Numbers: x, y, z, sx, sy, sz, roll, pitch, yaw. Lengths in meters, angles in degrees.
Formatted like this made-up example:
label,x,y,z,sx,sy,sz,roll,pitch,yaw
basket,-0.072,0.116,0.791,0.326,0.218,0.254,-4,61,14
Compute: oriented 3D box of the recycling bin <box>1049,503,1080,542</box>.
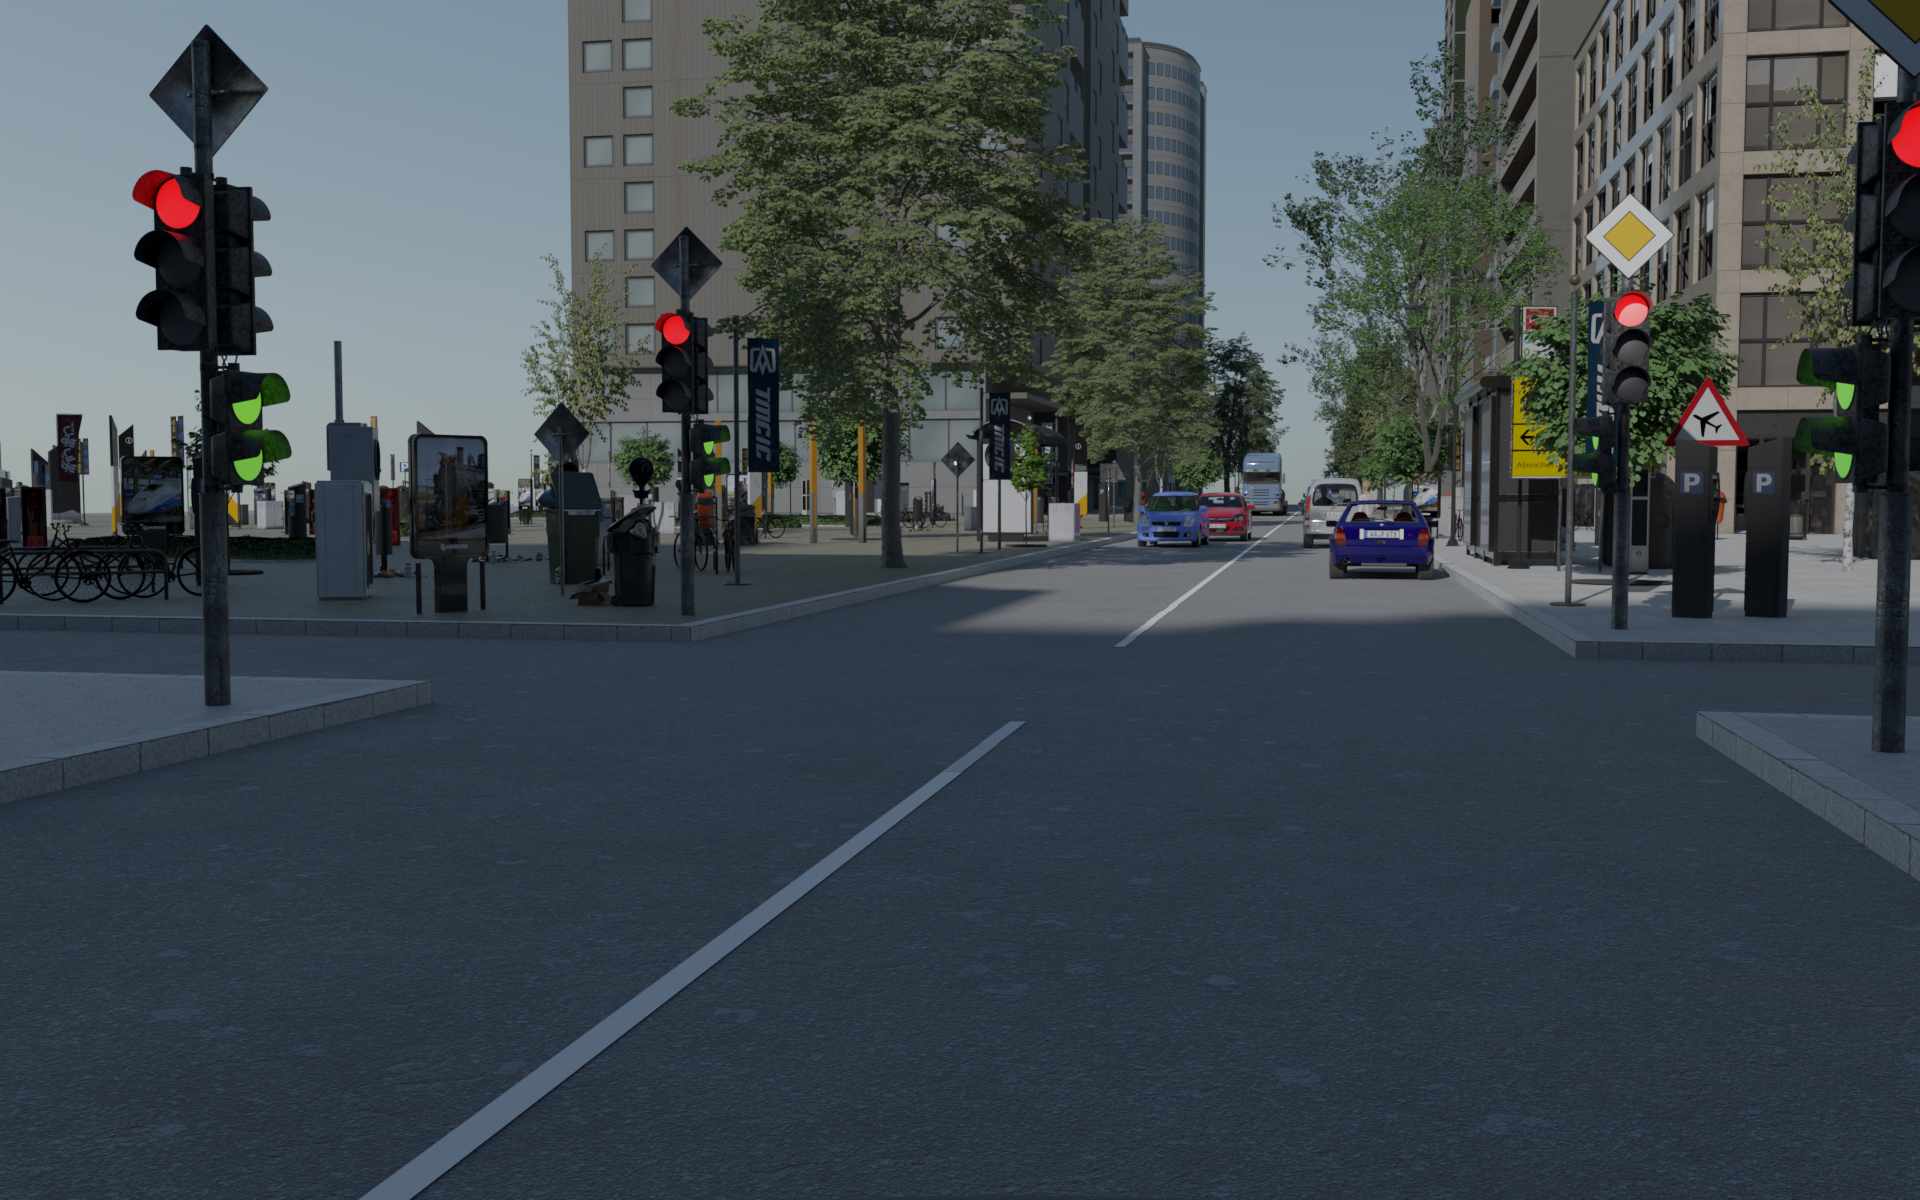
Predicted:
label,x,y,z,sx,sy,sz,roll,pitch,yaw
recycling bin,2.840,-2.109,47.031,0.722,1.027,0.722,1,4,18

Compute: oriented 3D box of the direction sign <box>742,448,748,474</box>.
label,x,y,z,sx,sy,sz,roll,pitch,yaw
direction sign,-10.424,-5.725,85.603,0.379,3.537,0.876,3,5,41

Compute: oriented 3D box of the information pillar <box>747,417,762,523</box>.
label,x,y,z,sx,sy,sz,roll,pitch,yaw
information pillar,-6.266,-3.755,52.744,0.183,3.616,0.504,3,5,44

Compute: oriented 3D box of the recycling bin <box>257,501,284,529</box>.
label,x,y,z,sx,sy,sz,roll,pitch,yaw
recycling bin,-25.321,-3.122,63.600,0.722,1.027,0.722,-3,5,-44

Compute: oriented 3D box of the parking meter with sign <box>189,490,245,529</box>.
label,x,y,z,sx,sy,sz,roll,pitch,yaw
parking meter with sign,-27.170,-4.091,63.150,1.738,3.016,0.543,-1,4,-11

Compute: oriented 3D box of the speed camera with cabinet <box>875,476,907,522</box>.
label,x,y,z,sx,sy,sz,roll,pitch,yaw
speed camera with cabinet,-3.184,-5.189,79.171,0.660,3.252,2.038,2,4,31

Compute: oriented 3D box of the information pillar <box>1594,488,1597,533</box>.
label,x,y,z,sx,sy,sz,roll,pitch,yaw
information pillar,21.075,-3.207,56.919,0.304,2.012,0.304,-1,4,-11

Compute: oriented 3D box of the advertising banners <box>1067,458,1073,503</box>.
label,x,y,z,sx,sy,sz,roll,pitch,yaw
advertising banners,5.429,-5.438,85.094,0.090,3.025,2.074,0,4,-2

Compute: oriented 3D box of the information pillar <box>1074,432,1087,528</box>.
label,x,y,z,sx,sy,sz,roll,pitch,yaw
information pillar,4.493,-4.483,64.649,0.504,3.616,0.183,0,4,1

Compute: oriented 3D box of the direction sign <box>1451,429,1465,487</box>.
label,x,y,z,sx,sy,sz,roll,pitch,yaw
direction sign,17.415,-4.159,59.995,0.876,3.537,0.379,3,5,40

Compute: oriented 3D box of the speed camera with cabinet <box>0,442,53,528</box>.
label,x,y,z,sx,sy,sz,roll,pitch,yaw
speed camera with cabinet,-35.620,-4.365,65.710,2.038,3.252,0.660,-2,4,-29

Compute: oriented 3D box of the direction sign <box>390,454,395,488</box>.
label,x,y,z,sx,sy,sz,roll,pitch,yaw
direction sign,-32.193,-6.505,98.353,0.379,3.537,0.876,-2,4,-31

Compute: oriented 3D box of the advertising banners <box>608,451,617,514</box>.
label,x,y,z,sx,sy,sz,roll,pitch,yaw
advertising banners,-14.367,-4.609,71.547,0.090,3.025,2.074,0,4,-3

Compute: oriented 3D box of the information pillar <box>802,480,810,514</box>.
label,x,y,z,sx,sy,sz,roll,pitch,yaw
information pillar,-7.864,-5.137,88.474,0.304,2.012,0.304,2,4,34

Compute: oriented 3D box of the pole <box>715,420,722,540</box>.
label,x,y,z,sx,sy,sz,roll,pitch,yaw
pole,-6.674,-3.305,47.879,0.158,3.312,0.155,0,3,0

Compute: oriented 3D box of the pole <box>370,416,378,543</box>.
label,x,y,z,sx,sy,sz,roll,pitch,yaw
pole,-15.300,-3.148,45.312,0.158,3.312,0.155,0,3,0

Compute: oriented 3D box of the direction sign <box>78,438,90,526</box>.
label,x,y,z,sx,sy,sz,roll,pitch,yaw
direction sign,-35.617,-4.792,70.347,0.876,3.537,0.379,2,4,33

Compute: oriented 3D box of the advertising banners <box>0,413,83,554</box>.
label,x,y,z,sx,sy,sz,roll,pitch,yaw
advertising banners,-20.069,-2.523,37.438,2.074,3.025,0.090,-1,4,-20

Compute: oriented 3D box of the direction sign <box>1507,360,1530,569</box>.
label,x,y,z,sx,sy,sz,roll,pitch,yaw
direction sign,9.594,-2.303,29.645,0.379,3.537,0.876,2,4,29

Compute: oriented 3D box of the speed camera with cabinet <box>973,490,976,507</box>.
label,x,y,z,sx,sy,sz,roll,pitch,yaw
speed camera with cabinet,1.543,-4.390,66.105,2.038,3.252,0.660,1,4,23

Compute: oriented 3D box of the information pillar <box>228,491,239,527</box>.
label,x,y,z,sx,sy,sz,roll,pitch,yaw
information pillar,-28.065,-4.619,66.879,0.504,3.616,0.183,1,4,22

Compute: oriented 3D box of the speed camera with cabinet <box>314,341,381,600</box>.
label,x,y,z,sx,sy,sz,roll,pitch,yaw
speed camera with cabinet,-7.697,-1.681,21.821,0.660,3.252,2.038,-1,4,-13

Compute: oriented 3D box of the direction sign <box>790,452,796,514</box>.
label,x,y,z,sx,sy,sz,roll,pitch,yaw
direction sign,-9.201,-6.239,94.006,0.876,3.537,0.379,3,5,44

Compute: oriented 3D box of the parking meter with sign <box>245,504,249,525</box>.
label,x,y,z,sx,sy,sz,roll,pitch,yaw
parking meter with sign,-30.089,-4.576,71.083,0.543,3.016,1.738,2,4,31

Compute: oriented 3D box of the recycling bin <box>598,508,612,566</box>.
label,x,y,z,sx,sy,sz,roll,pitch,yaw
recycling bin,-6.714,-1.124,30.937,0.722,1.027,0.722,2,4,29

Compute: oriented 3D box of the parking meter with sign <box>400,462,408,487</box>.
label,x,y,z,sx,sy,sz,roll,pitch,yaw
parking meter with sign,-30.316,-6.043,95.060,0.543,3.016,1.738,-1,4,-10

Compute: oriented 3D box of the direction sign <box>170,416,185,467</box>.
label,x,y,z,sx,sy,sz,roll,pitch,yaw
direction sign,-22.684,-3.564,50.274,0.876,3.537,0.379,3,5,45

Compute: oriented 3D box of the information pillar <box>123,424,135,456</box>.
label,x,y,z,sx,sy,sz,roll,pitch,yaw
information pillar,-27.771,-4.064,57.796,0.504,3.616,0.183,-1,4,-18

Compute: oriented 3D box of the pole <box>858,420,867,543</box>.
label,x,y,z,sx,sy,sz,roll,pitch,yaw
pole,-2.558,-3.151,45.363,0.158,3.312,0.155,0,3,0

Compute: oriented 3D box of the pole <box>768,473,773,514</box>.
label,x,y,z,sx,sy,sz,roll,pitch,yaw
pole,-8.752,-5.266,79.937,0.158,3.312,0.155,0,3,0

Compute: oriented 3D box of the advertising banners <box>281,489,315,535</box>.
label,x,y,z,sx,sy,sz,roll,pitch,yaw
advertising banners,-20.532,-3.607,55.158,2.074,3.025,0.090,-2,4,-32

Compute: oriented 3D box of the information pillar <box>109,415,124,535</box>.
label,x,y,z,sx,sy,sz,roll,pitch,yaw
information pillar,-25.160,-3.681,51.541,0.183,3.616,0.504,-1,4,-8

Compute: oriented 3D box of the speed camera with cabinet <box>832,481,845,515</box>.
label,x,y,z,sx,sy,sz,roll,pitch,yaw
speed camera with cabinet,-6.039,-5.728,87.994,0.660,3.252,2.038,-1,4,-15

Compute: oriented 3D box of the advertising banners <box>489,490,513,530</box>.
label,x,y,z,sx,sy,sz,roll,pitch,yaw
advertising banners,-16.260,-3.832,58.844,2.074,3.025,0.090,0,4,-6

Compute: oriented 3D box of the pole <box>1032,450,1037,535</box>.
label,x,y,z,sx,sy,sz,roll,pitch,yaw
pole,2.340,-3.690,54.172,0.158,3.312,0.155,0,3,0

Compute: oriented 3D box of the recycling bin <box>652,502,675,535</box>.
label,x,y,z,sx,sy,sz,roll,pitch,yaw
recycling bin,-9.393,-2.587,54.852,0.722,1.027,0.722,-1,4,-10

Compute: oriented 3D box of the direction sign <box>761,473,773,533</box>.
label,x,y,z,sx,sy,sz,roll,pitch,yaw
direction sign,-6.400,-3.991,57.255,0.876,3.537,0.379,0,4,0

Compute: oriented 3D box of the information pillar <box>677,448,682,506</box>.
label,x,y,z,sx,sy,sz,roll,pitch,yaw
information pillar,-14.051,-5.887,87.612,0.504,3.616,0.183,1,4,9

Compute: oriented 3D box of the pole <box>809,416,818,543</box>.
label,x,y,z,sx,sy,sz,roll,pitch,yaw
pole,-3.812,-3.131,45.038,0.158,3.312,0.155,0,3,0

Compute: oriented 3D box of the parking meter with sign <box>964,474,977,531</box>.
label,x,y,z,sx,sy,sz,roll,pitch,yaw
parking meter with sign,0.914,-3.953,60.891,1.738,3.016,0.543,-3,5,-42

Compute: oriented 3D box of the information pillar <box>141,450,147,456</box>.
label,x,y,z,sx,sy,sz,roll,pitch,yaw
information pillar,-43.344,-6.158,92.038,0.504,3.616,0.183,2,4,29

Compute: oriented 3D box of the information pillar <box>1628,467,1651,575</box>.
label,x,y,z,sx,sy,sz,roll,pitch,yaw
information pillar,10.853,-1.420,27.717,0.304,2.012,0.304,1,4,12

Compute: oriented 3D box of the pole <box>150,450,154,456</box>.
label,x,y,z,sx,sy,sz,roll,pitch,yaw
pole,-37.449,-5.292,80.363,0.158,3.312,0.155,0,3,0

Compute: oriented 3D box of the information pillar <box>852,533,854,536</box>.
label,x,y,z,sx,sy,sz,roll,pitch,yaw
information pillar,-3.222,-3.778,53.127,0.183,3.616,0.504,0,4,-3

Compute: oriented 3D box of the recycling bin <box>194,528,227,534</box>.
label,x,y,z,sx,sy,sz,roll,pitch,yaw
recycling bin,-20.155,-2.081,46.585,0.722,1.027,0.722,-2,4,-35

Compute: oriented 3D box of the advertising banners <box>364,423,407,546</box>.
label,x,y,z,sx,sy,sz,roll,pitch,yaw
advertising banners,-14.115,-2.859,42.927,2.074,3.025,0.090,-1,4,-21

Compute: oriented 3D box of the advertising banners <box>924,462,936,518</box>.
label,x,y,z,sx,sy,sz,roll,pitch,yaw
advertising banners,-1.586,-5.977,93.908,0.090,3.025,2.074,1,4,17
